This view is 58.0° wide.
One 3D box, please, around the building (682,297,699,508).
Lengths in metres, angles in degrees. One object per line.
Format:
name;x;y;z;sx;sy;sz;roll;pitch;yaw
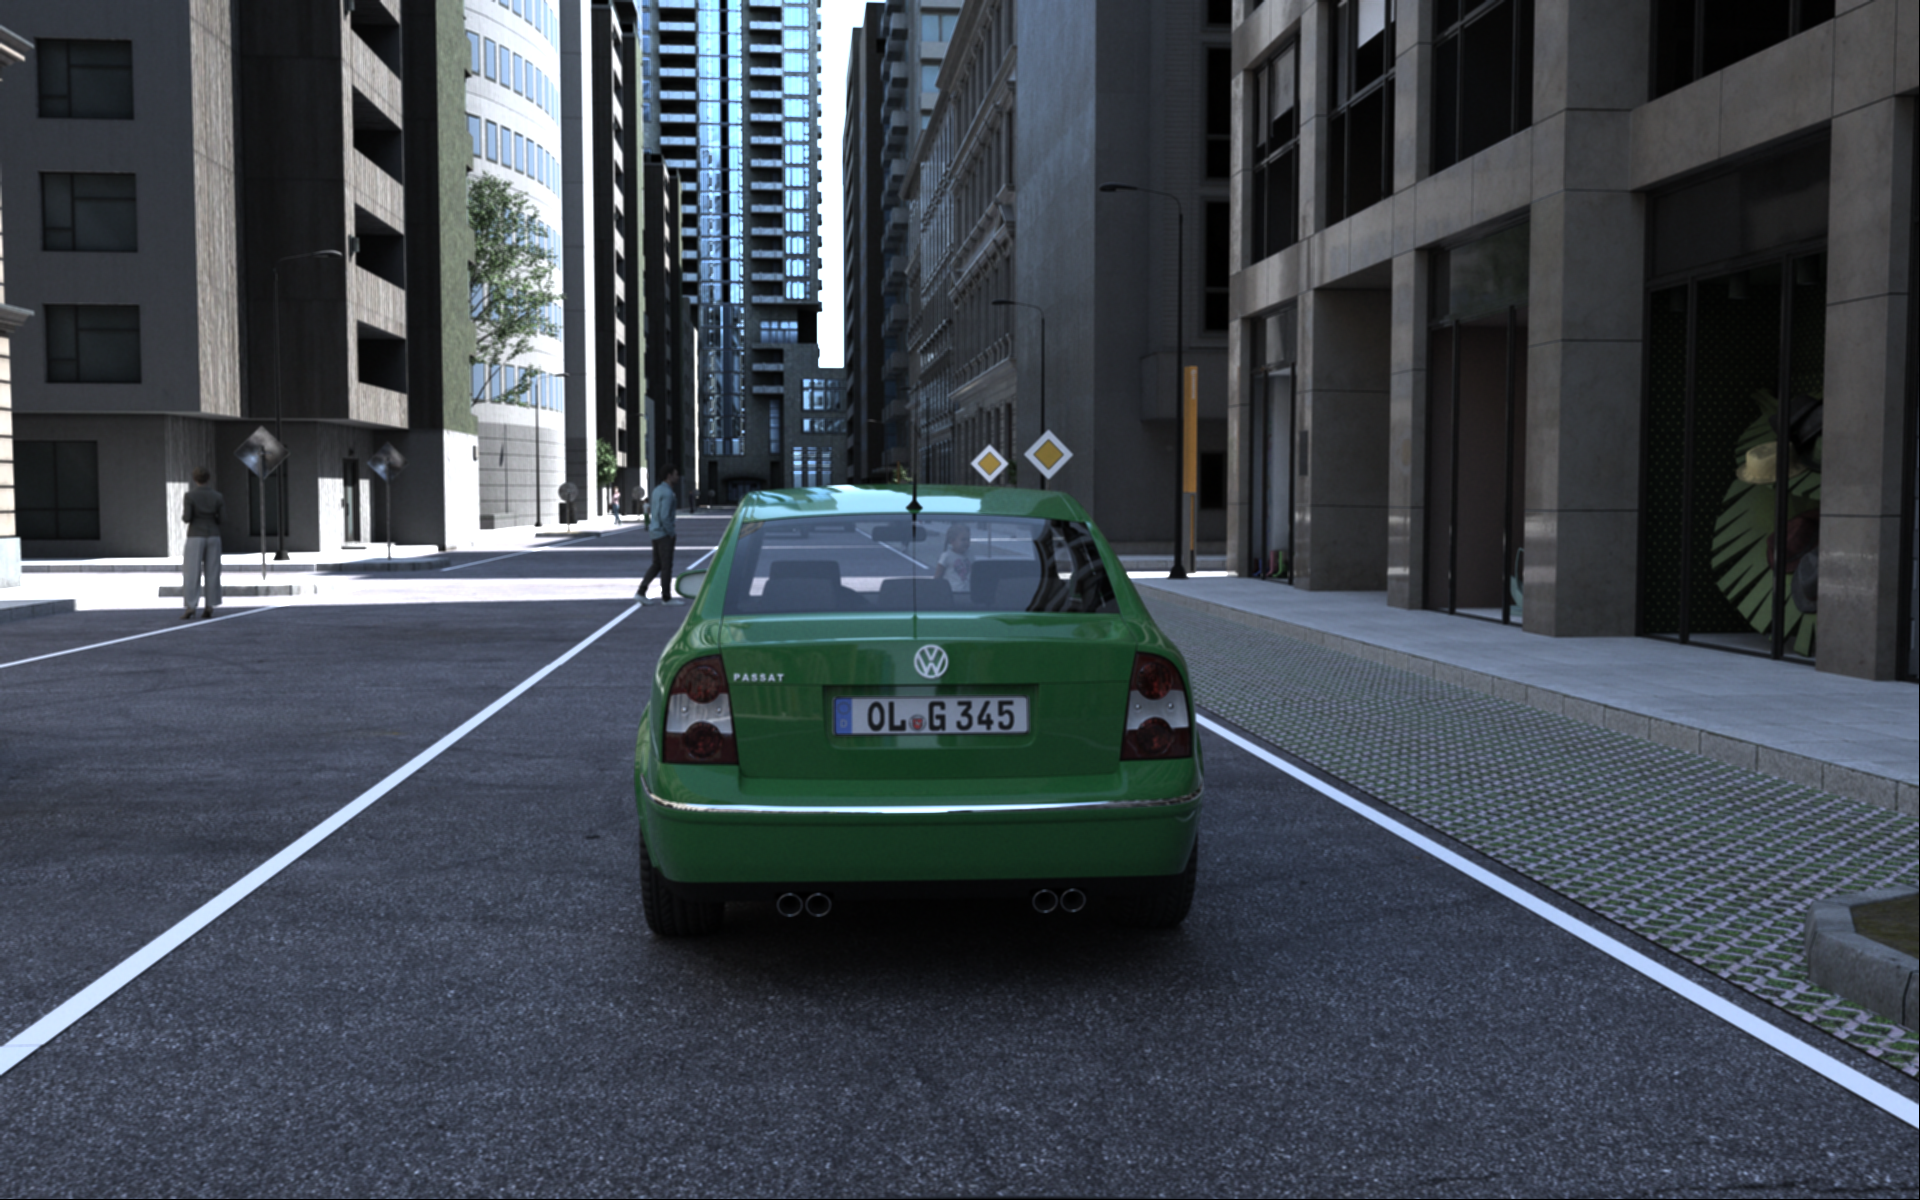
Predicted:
building;-40.997;-19.848;169.556;28.899;21.520;27.650;0;4;-6

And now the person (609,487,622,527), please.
person;-15.121;-4.108;76.258;0.643;1.750;0.593;-3;4;-37

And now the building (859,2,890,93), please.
building;-1.858;-31.002;156.998;14.600;45.320;14.200;0;4;-6

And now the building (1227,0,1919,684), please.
building;15.379;-12.595;10.447;19.350;26.468;34.151;0;4;-6

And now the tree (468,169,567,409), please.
tree;-15.554;-7.743;52.355;9.928;11.665;9.643;0;3;0

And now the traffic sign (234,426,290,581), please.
traffic sign;-10.286;-1.340;25.549;0.795;2.450;0.064;0;4;-6

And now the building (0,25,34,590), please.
building;-29.277;-12.065;16.353;34.723;24.649;14.460;0;4;-6

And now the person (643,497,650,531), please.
person;-12.077;-3.301;66.723;0.306;1.304;0.590;0;4;7

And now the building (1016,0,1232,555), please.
building;17.092;-13.651;42.264;30.058;24.678;14.314;0;4;-6

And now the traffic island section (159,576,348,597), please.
traffic island section;-10.309;-0.204;25.609;2.009;0.180;2.903;0;4;-6

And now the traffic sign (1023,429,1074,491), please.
traffic sign;1.356;-1.407;26.650;0.795;2.450;0.064;0;4;-6

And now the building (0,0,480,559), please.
building;-19.584;-16.373;39.394;14.160;30.474;14.107;0;4;-6

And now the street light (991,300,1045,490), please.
street light;1.448;-4.221;41.561;1.470;5.913;1.316;0;4;-6

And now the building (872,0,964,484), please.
building;5.381;-31.516;134.898;23.786;49.044;30.456;0;4;-6

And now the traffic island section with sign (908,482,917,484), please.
traffic island section with sign;-1.767;-3.091;59.162;1.989;1.847;2.006;0;4;-6

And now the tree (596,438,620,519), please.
tree;-19.528;-6.569;91.117;4.285;4.588;4.351;0;3;0

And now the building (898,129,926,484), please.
building;2.536;-16.604;100.357;11.050;23.489;19.941;0;4;-6

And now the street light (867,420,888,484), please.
street light;-5.140;-8.349;109.047;1.470;5.913;1.316;0;4;-6

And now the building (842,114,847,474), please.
building;-6.304;-33.674;200.684;14.200;45.320;14.600;0;4;-6

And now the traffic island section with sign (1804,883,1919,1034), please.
traffic island section with sign;3.510;0.241;4.682;1.989;1.847;2.006;0;4;-6

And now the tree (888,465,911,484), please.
tree;-4.173;-7.428;116.047;1.663;3.219;1.824;0;3;0

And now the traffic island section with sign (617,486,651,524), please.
traffic island section with sign;-15.733;-4.671;85.006;1.989;1.847;2.006;0;4;-6

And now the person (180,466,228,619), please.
person;-8.741;-0.668;19.977;0.519;1.759;0.362;-3;5;-42

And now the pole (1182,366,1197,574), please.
pole;3.690;-2.076;27.791;0.158;3.312;0.155;0;3;0

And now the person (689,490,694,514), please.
person;-19.681;-7.181;126.828;0.530;1.710;0.541;1;4;15

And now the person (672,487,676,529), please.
person;-11.124;-3.536;66.535;0.478;1.798;0.641;2;4;28

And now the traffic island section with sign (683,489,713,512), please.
traffic island section with sign;-20.602;-7.755;135.425;1.989;1.847;2.006;0;4;-6

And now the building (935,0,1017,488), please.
building;5.740;-13.799;61.772;11.583;22.565;21.152;0;4;-6

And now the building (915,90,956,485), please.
building;3.418;-14.202;81.361;9.793;20.994;18.267;0;4;-6

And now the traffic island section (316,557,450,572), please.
traffic island section;-11.077;-0.690;33.557;2.009;0.180;2.903;0;4;-6

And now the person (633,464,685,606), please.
person;-3.876;-0.840;22.256;0.620;1.820;0.660;-2;4;-31

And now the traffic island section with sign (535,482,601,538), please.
traffic island section with sign;-13.120;-3.024;58.078;1.989;1.847;2.006;0;4;-6

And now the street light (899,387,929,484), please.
street light;-1.935;-6.288;75.356;1.470;5.913;1.316;0;4;-6

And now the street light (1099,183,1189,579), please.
street light;2.769;-3.274;26.066;1.470;5.913;1.316;0;4;-6

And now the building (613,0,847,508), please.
building;-29.096;-54.291;200.324;31.000;86.520;22.319;0;4;-6

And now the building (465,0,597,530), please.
building;-27.276;-32.299;70.082;21.231;58.520;28.212;0;4;-6

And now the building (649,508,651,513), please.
building;-32.716;-49.464;121.402;22.319;86.520;31.000;0;4;-6

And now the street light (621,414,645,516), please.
street light;-18.904;-7.803;100.113;1.470;5.913;1.316;0;4;-6

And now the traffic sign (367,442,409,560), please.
traffic sign;-11.055;-1.826;33.497;0.795;2.450;0.064;0;4;-6

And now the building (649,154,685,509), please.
building;-30.894;-22.909;146.262;14.160;30.474;14.107;0;4;-6

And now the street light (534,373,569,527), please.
street light;-15.733;-5.762;66.745;1.470;5.913;1.316;0;4;-6

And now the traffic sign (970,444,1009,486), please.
traffic sign;0.588;-1.893;34.598;0.795;2.450;0.064;0;4;-6

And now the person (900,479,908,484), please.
person;-1.433;-2.061;42.383;0.709;1.800;0.728;-1;4;-9

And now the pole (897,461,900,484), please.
pole;-3.813;-6.948;107.437;0.158;3.312;0.155;0;3;0

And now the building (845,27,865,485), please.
building;-0.508;-33.717;174.979;21.300;48.544;21.600;0;4;-6

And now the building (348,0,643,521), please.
building;-25.948;-20.098;100.307;14.160;30.474;14.107;0;4;-6

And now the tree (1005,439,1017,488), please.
tree;1.903;-3.401;50.212;1.663;3.219;1.824;0;3;0

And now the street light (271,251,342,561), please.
street light;-12.502;-3.709;33.175;1.470;5.913;1.316;0;4;-6

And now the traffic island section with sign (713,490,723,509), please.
traffic island section with sign;-23.194;-9.396;162.256;1.989;1.847;2.006;0;4;-6

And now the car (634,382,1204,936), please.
car;-0.231;0.108;7.034;1.959;1.807;4.718;0;4;-4

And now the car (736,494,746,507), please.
car;-17.681;-8.143;144.943;2.131;1.459;4.920;0;4;-5
